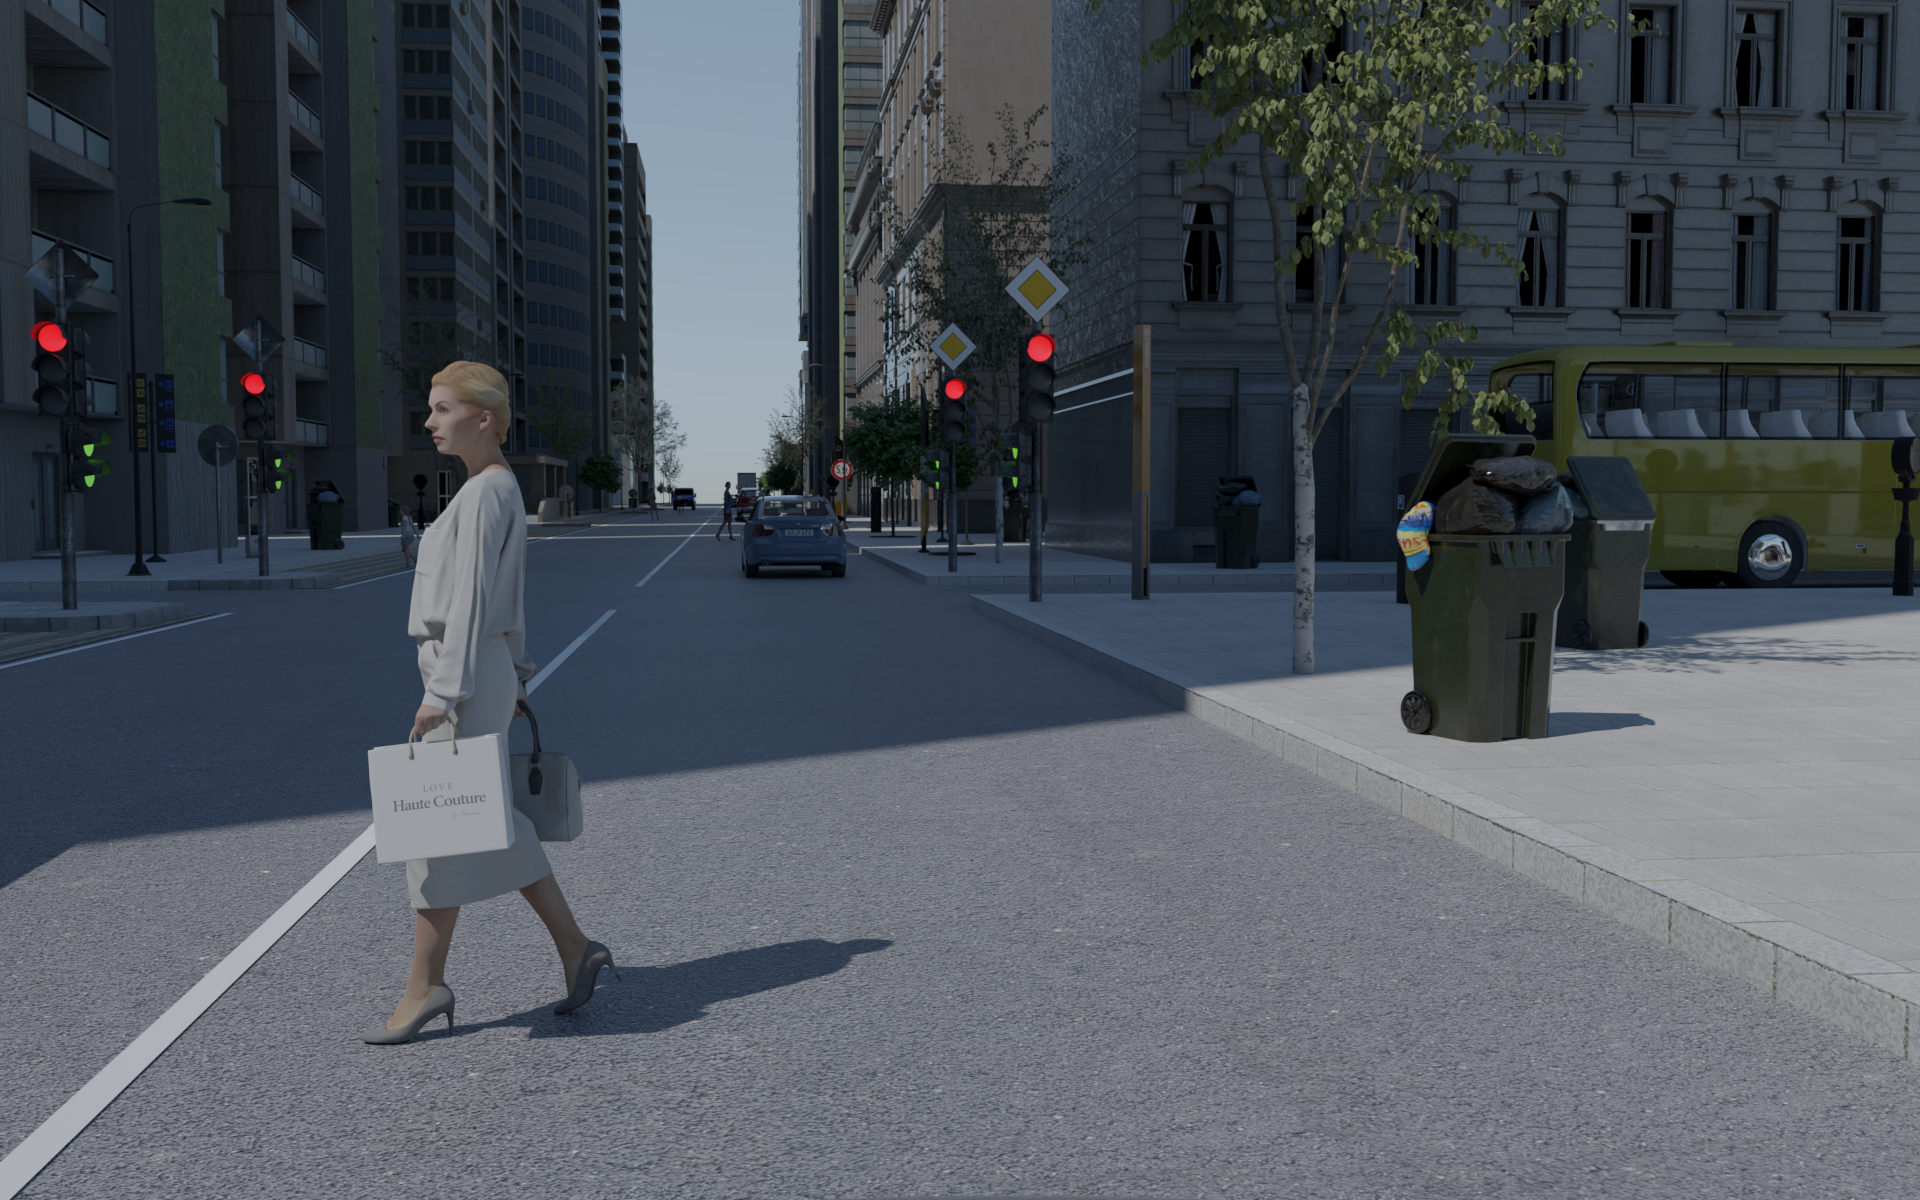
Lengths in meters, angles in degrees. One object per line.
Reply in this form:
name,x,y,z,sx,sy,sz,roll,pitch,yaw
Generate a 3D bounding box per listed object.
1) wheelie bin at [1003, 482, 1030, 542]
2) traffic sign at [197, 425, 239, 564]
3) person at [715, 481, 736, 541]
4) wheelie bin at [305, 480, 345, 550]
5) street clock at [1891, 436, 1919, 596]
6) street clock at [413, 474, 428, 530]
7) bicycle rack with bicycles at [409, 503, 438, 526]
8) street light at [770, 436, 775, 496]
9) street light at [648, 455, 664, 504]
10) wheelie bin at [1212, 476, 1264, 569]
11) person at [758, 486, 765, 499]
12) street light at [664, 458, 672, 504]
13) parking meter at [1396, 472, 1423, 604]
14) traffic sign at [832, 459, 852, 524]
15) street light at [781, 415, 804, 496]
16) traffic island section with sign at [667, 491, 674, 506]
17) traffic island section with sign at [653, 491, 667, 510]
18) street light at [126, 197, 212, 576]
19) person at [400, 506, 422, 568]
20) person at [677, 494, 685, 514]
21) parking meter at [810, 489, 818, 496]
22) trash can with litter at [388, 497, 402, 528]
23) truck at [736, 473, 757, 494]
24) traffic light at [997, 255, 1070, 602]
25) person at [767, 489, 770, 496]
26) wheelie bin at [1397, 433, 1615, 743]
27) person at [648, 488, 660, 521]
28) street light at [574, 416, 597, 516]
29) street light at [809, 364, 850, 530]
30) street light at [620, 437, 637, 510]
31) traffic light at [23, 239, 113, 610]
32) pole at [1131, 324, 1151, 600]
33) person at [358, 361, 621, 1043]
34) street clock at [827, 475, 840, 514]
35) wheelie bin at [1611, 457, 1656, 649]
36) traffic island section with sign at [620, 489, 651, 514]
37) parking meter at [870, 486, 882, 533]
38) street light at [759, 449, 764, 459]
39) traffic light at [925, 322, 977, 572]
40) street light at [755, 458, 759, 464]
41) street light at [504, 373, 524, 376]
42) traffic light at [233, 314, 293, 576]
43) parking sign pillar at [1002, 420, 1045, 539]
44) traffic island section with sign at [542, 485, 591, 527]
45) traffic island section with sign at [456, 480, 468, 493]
wheelie bin,1.490,-2.356,46.431,0.693,1.594,0.980,1,4,20
traffic sign,-13.656,-1.944,31.884,0.768,2.556,0.104,0,4,2
person,-7.206,-2.744,53.389,0.654,1.822,0.581,1,4,14
wheelie bin,-14.604,-1.954,39.861,0.980,1.594,0.693,2,4,33
street clock,11.921,-1.056,21.836,0.471,2.002,0.358,-3,5,-42
street clock,-19.425,-3.538,62.414,0.471,2.002,0.358,0,4,-1
bicycle rack with bicycles,-21.069,-3.484,70.353,2.925,0.926,2.852,-2,4,-24
street light,-14.541,-10.165,138.733,1.470,5.913,1.316,0,4,-7
street light,-32.857,-13.050,185.904,1.470,5.913,1.316,0,4,-7
wheelie bin,4.771,-1.340,29.816,0.980,1.594,0.693,3,4,36
person,-10.531,-5.118,92.036,0.748,1.841,0.638,3,5,41
street light,-38.089,-15.482,225.664,1.470,5.913,1.316,0,4,-7
parking meter,5.319,-0.728,20.310,0.372,1.533,0.369,0,3,0
traffic sign,-4.330,-3.885,63.628,0.768,2.556,0.104,0,4,-4
street light,-9.843,-7.940,102.360,1.470,5.913,1.316,0,4,-7
traffic island section with sign,-34.242,-12.160,207.448,1.989,1.847,2.006,0,4,-7
traffic island section with sign,-27.220,-8.841,153.179,1.989,1.847,2.006,0,4,-7
street light,-12.390,-3.341,27.162,1.470,5.913,1.316,0,4,-7
person,-10.555,-1.203,33.186,0.382,1.210,0.505,0,4,-2
person,-20.005,-6.859,123.835,0.799,1.438,0.628,1,4,19
parking meter,-7.267,-4.751,86.092,0.372,1.533,0.369,0,3,0
trash can with litter,-21.445,-3.342,66.034,1.055,1.170,0.624,-3,5,-39
truck,-28.468,-14.808,231.017,2.839,4.237,11.283,0,4,-7
traffic light,0.883,-1.935,20.557,0.839,4.253,0.868,0,4,-7
person,-13.768,-7.125,124.936,0.705,1.831,1.348,0,4,-1
wheelie bin,2.812,-0.078,9.189,0.980,1.594,0.693,-2,4,-25
person,-16.563,-5.188,93.658,0.599,1.781,0.374,1,4,15
street light,-22.182,-7.961,102.706,1.470,5.913,1.316,0,4,-7
street light,-4.686,-5.473,62.032,1.470,5.913,1.316,0,4,-7
street light,-27.189,-10.364,141.990,1.470,5.913,1.316,0,4,-7
traffic light,-9.887,-1.849,19.156,0.839,4.253,0.868,0,4,-7
pole,2.197,-1.660,20.985,0.158,3.312,0.155,0,3,0
person,-1.248,0.261,4.587,0.624,1.780,0.694,0,4,3
street clock,-4.758,-3.697,65.009,0.471,2.002,0.358,-1,4,-9
wheelie bin,5.296,-0.402,14.480,0.980,1.594,0.693,-1,4,-21
traffic island section with sign,-23.713,-7.175,125.931,1.989,1.847,2.006,0,4,-7
parking meter,-2.805,-3.023,57.841,0.372,1.533,0.369,0,3,0
street light,-19.764,-12.622,178.911,1.470,5.913,1.316,0,4,-7
traffic light,-0.139,-2.419,28.477,0.839,4.253,0.868,0,4,-7
street light,-25.269,-15.264,222.107,1.470,5.913,1.316,0,4,-7
street light,-17.383,-5.744,66.448,1.470,5.913,1.316,0,4,-7
traffic light,-10.909,-2.334,27.075,0.839,4.253,0.868,0,4,-7
parking sign pillar,1.773,-3.794,50.499,1.447,3.967,1.447,-3,4,-36
traffic island section with sign,-17.294,-4.136,76.249,1.989,1.847,2.006,0,4,-7
traffic island section with sign,-13.683,-2.422,48.223,1.989,1.847,2.006,0,4,-7
